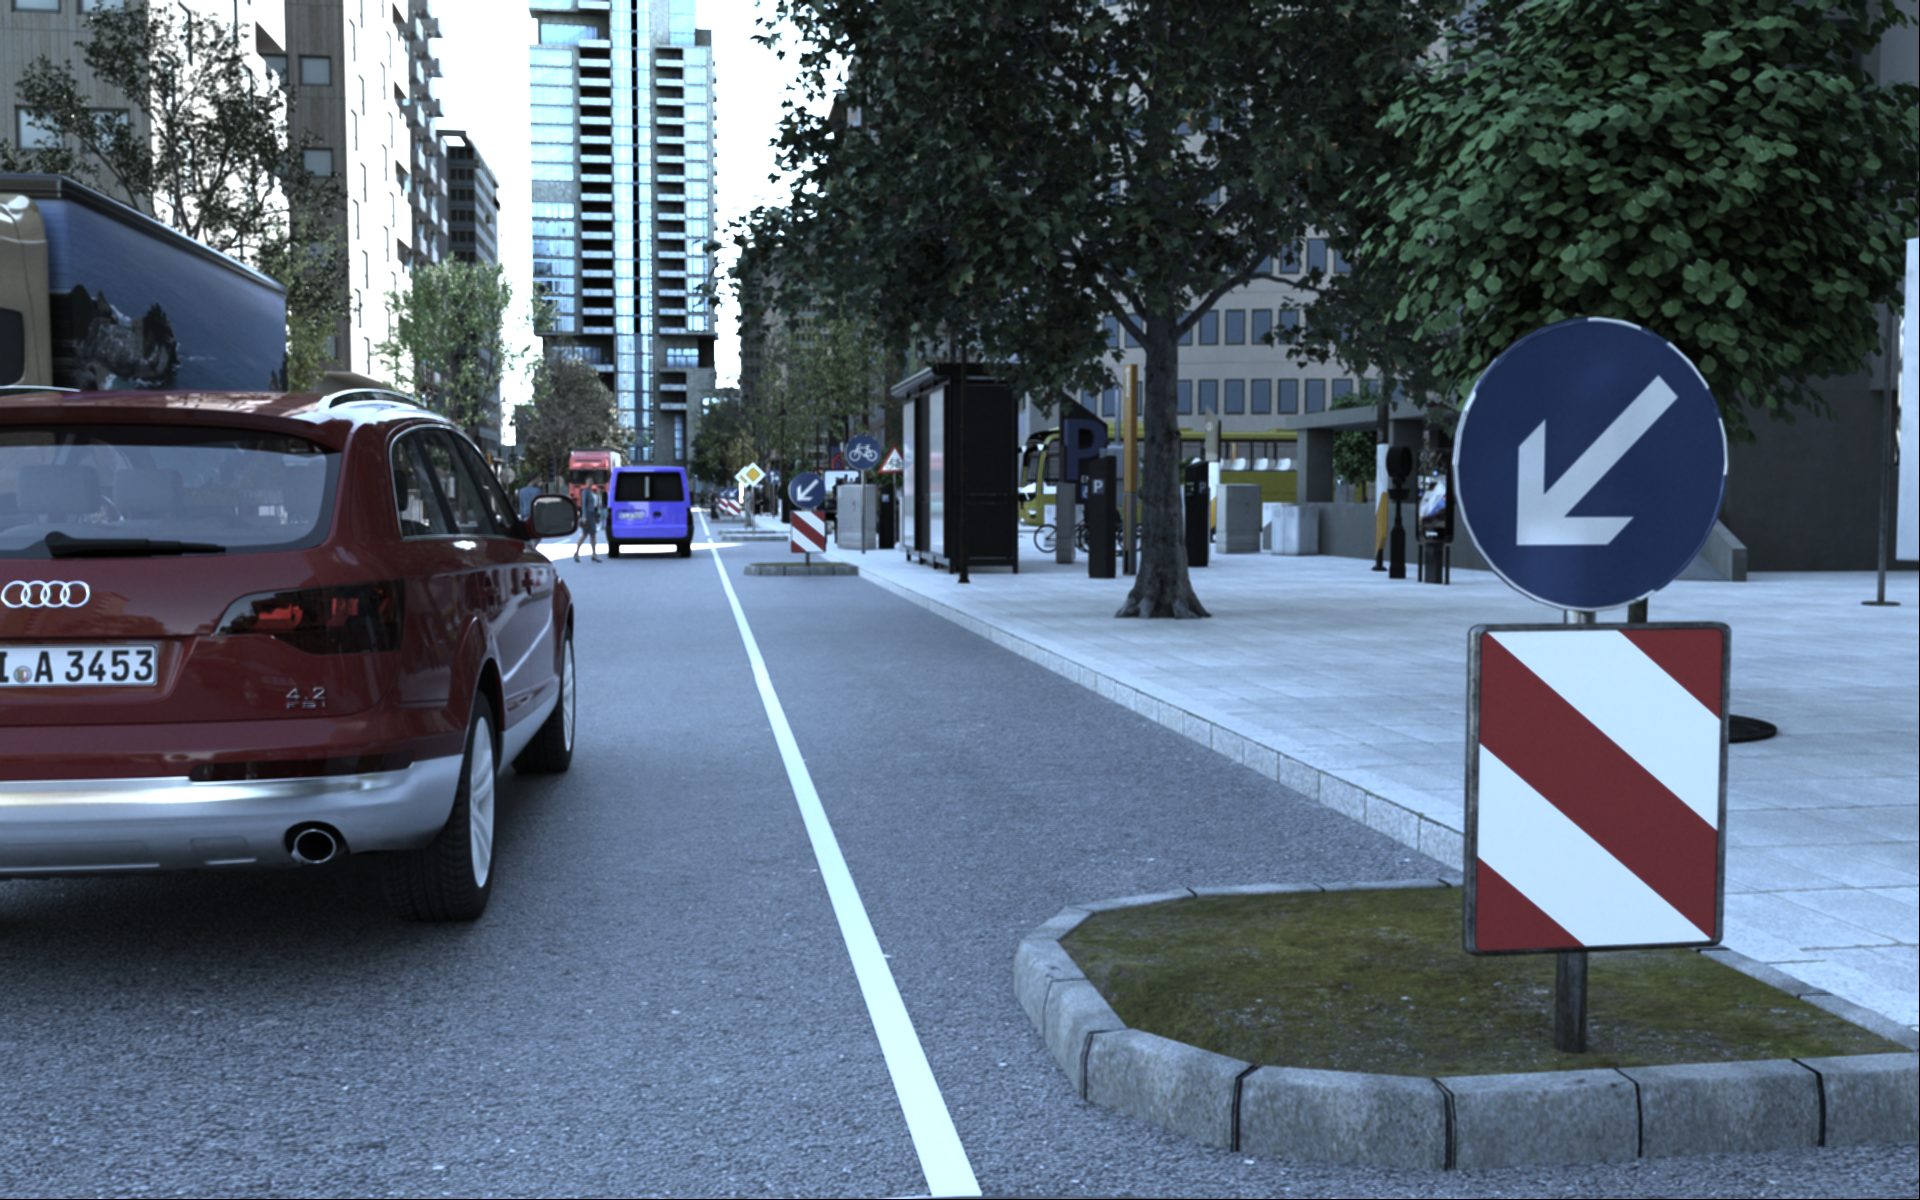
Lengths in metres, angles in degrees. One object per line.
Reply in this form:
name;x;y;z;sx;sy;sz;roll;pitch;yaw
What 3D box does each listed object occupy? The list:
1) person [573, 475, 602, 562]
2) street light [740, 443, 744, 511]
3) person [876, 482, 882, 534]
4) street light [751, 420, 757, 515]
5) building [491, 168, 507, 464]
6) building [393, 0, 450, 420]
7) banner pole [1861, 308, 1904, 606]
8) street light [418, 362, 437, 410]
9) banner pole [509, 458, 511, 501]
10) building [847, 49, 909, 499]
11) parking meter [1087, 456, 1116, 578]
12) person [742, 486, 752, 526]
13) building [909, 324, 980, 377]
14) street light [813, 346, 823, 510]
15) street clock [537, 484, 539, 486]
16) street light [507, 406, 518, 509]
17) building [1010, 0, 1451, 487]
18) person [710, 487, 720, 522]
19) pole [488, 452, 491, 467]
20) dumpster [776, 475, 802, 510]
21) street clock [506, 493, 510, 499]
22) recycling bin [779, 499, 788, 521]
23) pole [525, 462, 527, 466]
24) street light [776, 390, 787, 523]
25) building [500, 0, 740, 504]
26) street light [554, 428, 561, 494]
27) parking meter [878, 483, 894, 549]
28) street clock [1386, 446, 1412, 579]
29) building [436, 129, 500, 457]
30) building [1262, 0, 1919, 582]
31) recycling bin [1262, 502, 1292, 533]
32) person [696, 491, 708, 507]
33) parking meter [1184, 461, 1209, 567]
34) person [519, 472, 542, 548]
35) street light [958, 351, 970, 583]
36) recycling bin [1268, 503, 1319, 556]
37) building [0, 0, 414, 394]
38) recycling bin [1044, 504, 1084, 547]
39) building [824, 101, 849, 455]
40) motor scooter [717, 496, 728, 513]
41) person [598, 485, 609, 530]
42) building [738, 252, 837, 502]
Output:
person;-7.832;-1.708;36.444;0.654;1.822;0.581;2;4;32
street light;-16.919;-9.927;135.091;0.468;5.910;1.993;-1;4;-9
person;-2.722;-3.009;57.601;0.656;1.842;0.836;0;4;0
street light;-12.637;-8.176;106.463;0.468;5.910;1.993;-1;4;-9
building;-68.517;-35.506;230.641;14.200;45.320;14.600;-1;4;-9
building;-55.795;-32.197;146.026;23.786;49.044;30.456;-1;4;-9
banner pole;10.873;-1.837;20.045;0.863;3.779;0.401;-2;4;-26
street light;-18.610;-5.375;60.669;0.468;5.910;1.993;-1;4;-9
banner pole;-30.721;-7.876;118.782;0.401;3.779;0.863;1;4;11
building;-3.273;-31.601;166.783;14.600;45.320;14.200;-1;4;-9
parking meter;2.166;-1.269;26.463;0.399;1.863;0.255;3;4;38
person;-9.483;-4.175;76.938;0.466;1.800;0.511;-2;4;-32
building;2.861;-27.361;130.947;14.154;41.232;14.086;-1;4;-9
street light;-4.405;-4.942;53.591;0.468;5.910;1.993;-1;4;-9
street clock;-25.149;-5.988;102.469;0.471;2.002;0.358;0;4;-4
street light;-23.067;-7.130;89.368;0.468;5.910;1.993;-1;4;-9
building;16.319;-33.139;83.825;28.212;58.520;21.231;-1;4;-9
person;-12.781;-4.964;90.087;0.534;1.772;0.576;-2;4;-35
pole;-22.843;-5.524;84.156;0.158;3.312;0.155;0;3;0
dumpster;-8.457;-5.175;87.111;1.502;2.255;1.985;-1;4;-9
street clock;-28.517;-6.418;109.502;0.358;2.002;0.471;2;4;27
recycling bin;-8.168;-4.233;81.770;0.722;1.027;0.722;-1;4;-10
pole;-27.975;-7.212;111.752;0.158;3.312;0.155;0;3;0
street light;-7.924;-6.400;77.433;0.468;5.910;1.993;-1;4;-9
building;-46.316;-56.537;237.043;31.000;86.520;22.319;-1;4;-9
street light;-27.494;-8.902;118.340;0.468;5.910;1.993;-1;4;-9
parking meter;-1.729;-1.972;40.655;0.372;1.533;0.369;0;3;0
street clock;6.653;-1.328;26.281;0.358;2.002;0.471;3;4;38
building;-60.405;-29.752;178.330;23.993;40.220;32.217;-1;4;-9
building;23.990;-20.959;34.554;32.217;40.220;23.993;-1;4;-9
recycling bin;9.839;-2.511;53.602;0.722;1.027;0.722;3;5;41
person;-27.533;-10.782;184.876;1.348;1.812;0.705;-1;4;-14
parking meter;4.168;-1.518;30.535;0.399;1.863;0.255;-3;5;-39
person;-7.439;-1.314;30.010;0.581;1.822;0.654;3;4;38
street light;0.056;-3.184;24.841;0.468;5.910;1.993;-1;4;-9
recycling bin;7.025;-1.453;36.310;0.722;1.027;0.722;-3;5;-41
building;-51.879;-32.098;114.044;28.713;52.752;27.495;-1;4;-9
recycling bin;2.537;-1.814;42.214;0.722;1.027;0.722;3;5;42
building;-3.345;-32.687;189.058;22.147;44.769;28.867;-1;4;-9
motor scooter;-17.652;-7.099;128.839;0.815;1.314;1.986;0;4;-7
person;-14.211;-3.682;69.052;0.721;1.781;0.623;-3;5;-44
building;-19.555;-33.979;247.438;23.993;40.220;32.217;-1;4;-9
